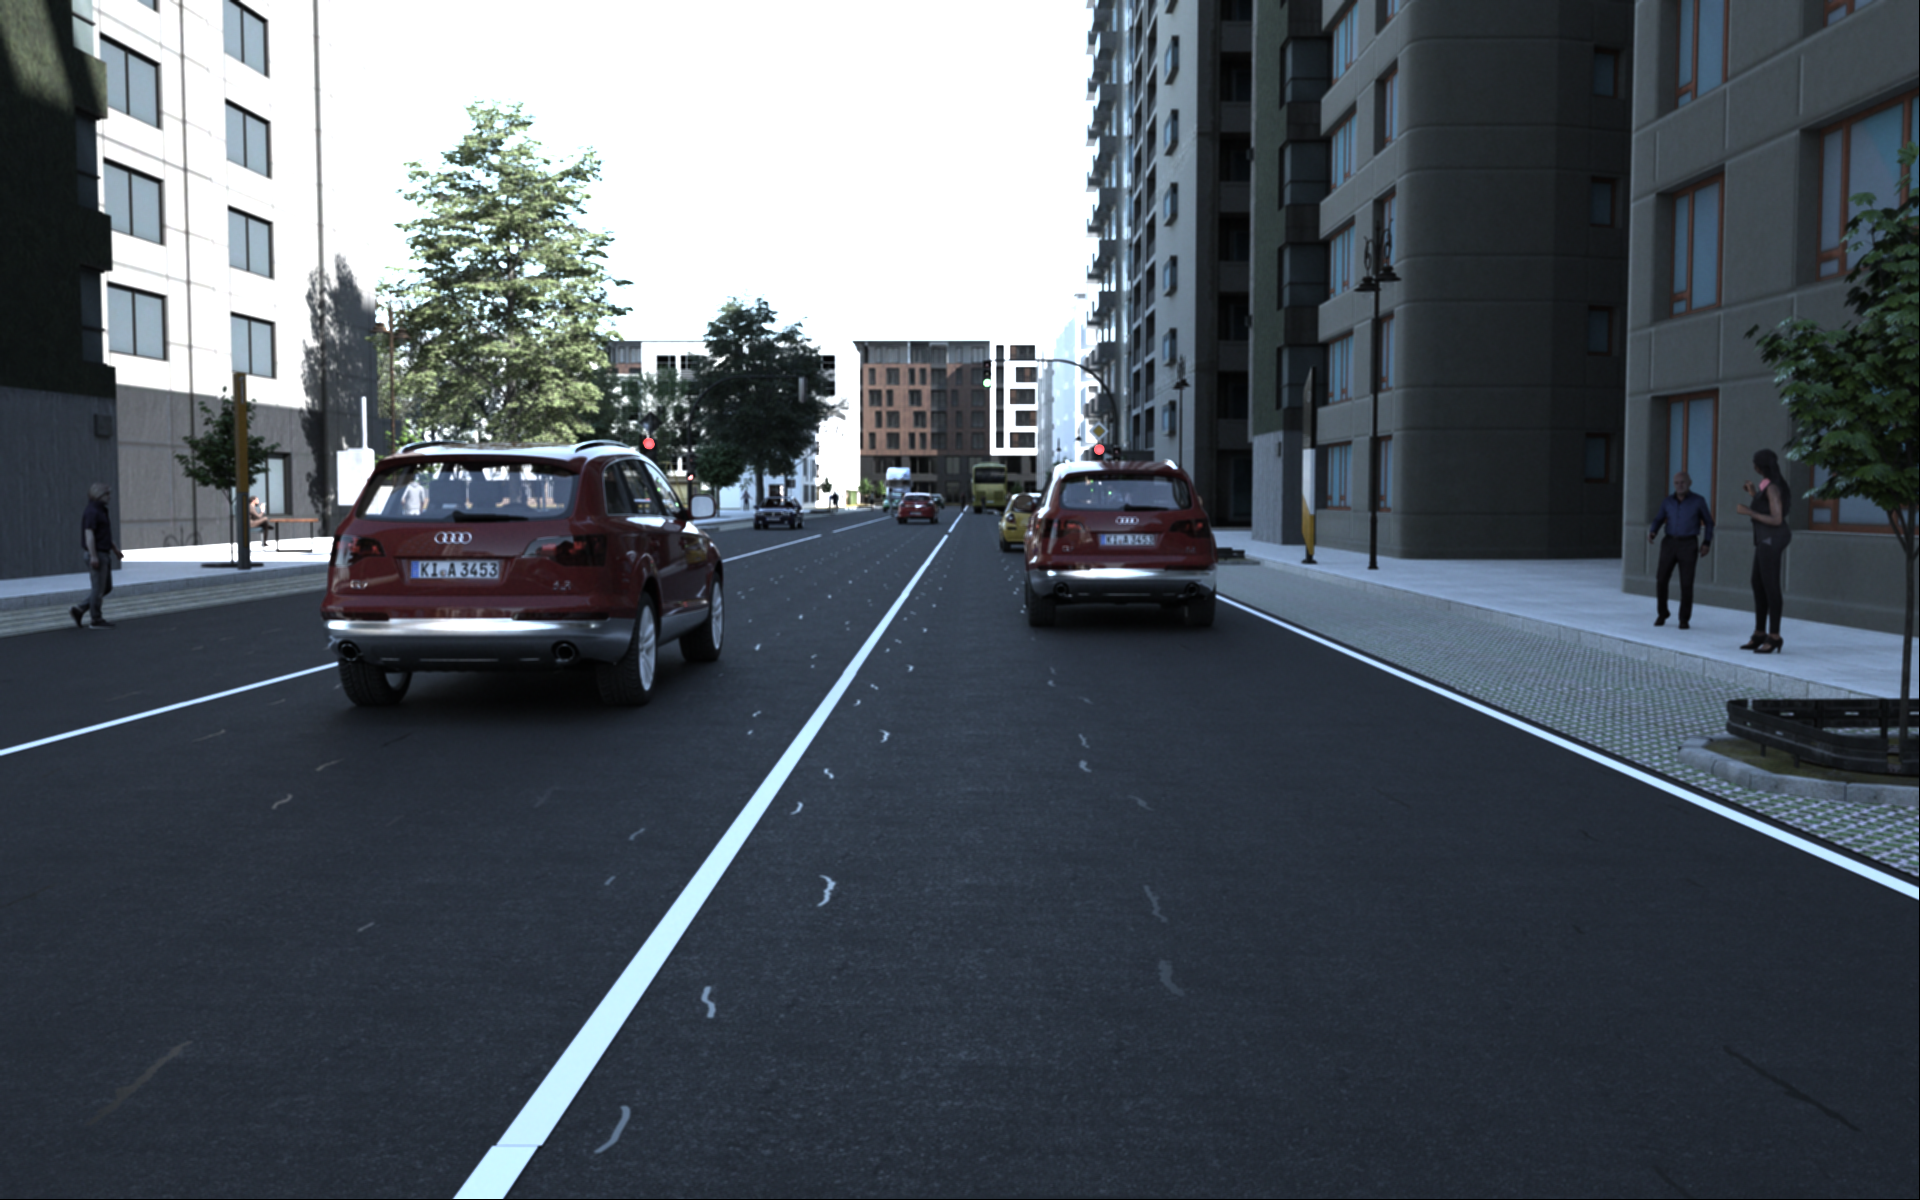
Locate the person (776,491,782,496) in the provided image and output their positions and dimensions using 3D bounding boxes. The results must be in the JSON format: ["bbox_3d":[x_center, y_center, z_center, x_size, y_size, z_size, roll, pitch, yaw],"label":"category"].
[{"bbox_3d":[-13.836,-7.600,132.570,0.388,1.546,0.482,3,5,44],"label":"person"}]

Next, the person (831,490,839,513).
[{"bbox_3d":[-9.637,-7.562,132.844,0.504,1.737,0.576,3,5,45],"label":"person"}]

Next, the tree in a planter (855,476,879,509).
[{"bbox_3d":[-9.151,-10.483,168.611,1.991,3.239,1.994,0,4,1],"label":"tree in a planter"}]

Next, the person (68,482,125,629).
[{"bbox_3d":[-9.213,-0.473,18.444,0.471,1.553,0.569,1,4,14],"label":"person"}]

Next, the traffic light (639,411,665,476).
[{"bbox_3d":[-10.434,-4.260,58.578,0.839,4.253,0.868,0,4,1],"label":"traffic light"}]

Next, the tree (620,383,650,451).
[{"bbox_3d":[-20.552,-8.899,95.862,4.737,8.622,4.395,0,3,0],"label":"tree"}]

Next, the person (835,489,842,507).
[{"bbox_3d":[-11.970,-9.971,169.144,0.705,1.814,1.350,2,4,31],"label":"person"}]

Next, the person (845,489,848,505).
[{"bbox_3d":[-13.216,-11.883,200.337,0.705,1.824,1.348,-2,4,-32],"label":"person"}]

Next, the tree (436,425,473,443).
[{"bbox_3d":[-34.357,-10.344,119.486,4.737,8.622,4.395,0,3,0],"label":"tree"}]

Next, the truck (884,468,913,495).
[{"bbox_3d":[-6.404,-11.897,184.272,2.967,4.110,18.799,0,4,-1],"label":"truck"}]

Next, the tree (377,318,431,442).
[{"bbox_3d":[-23.161,-7.265,69.140,4.360,8.622,3.978,0,3,0],"label":"tree"}]

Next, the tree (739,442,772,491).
[{"bbox_3d":[-16.196,-11.468,137.871,4.737,8.622,4.395,0,3,0],"label":"tree"}]

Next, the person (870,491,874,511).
[{"bbox_3d":[-7.625,-8.518,148.550,0.721,1.735,1.217,0,4,0],"label":"person"}]

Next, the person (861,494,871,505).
[{"bbox_3d":[-11.369,-12.446,209.542,1.348,1.823,0.705,0,4,-3],"label":"person"}]

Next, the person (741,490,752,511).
[{"bbox_3d":[-16.341,-7.606,132.356,0.963,1.587,0.435,-2,4,-23],"label":"person"}]

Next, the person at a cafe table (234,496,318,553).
[{"bbox_3d":[-15.129,-1.681,38.342,1.726,1.238,1.698,-1,4,-21],"label":"person at a cafe table"}]

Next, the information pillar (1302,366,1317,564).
[{"bbox_3d":[6.436,-2.482,31.934,0.183,3.616,0.504,0,4,-7],"label":"information pillar"}]

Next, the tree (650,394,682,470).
[{"bbox_3d":[-21.886,-10.771,126.474,4.737,8.622,4.395,0,3,0],"label":"tree"}]

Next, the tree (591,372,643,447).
[{"bbox_3d":[-20.832,-9.273,101.979,4.360,8.622,3.978,0,3,0],"label":"tree"}]

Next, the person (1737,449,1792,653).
[{"bbox_3d":[6.482,-0.400,14.049,0.415,1.643,0.593,-1,4,-15],"label":"person"}]

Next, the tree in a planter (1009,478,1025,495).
[{"bbox_3d":[6.509,-12.110,195.214,1.991,3.239,1.994,0,4,1],"label":"tree in a planter"}]

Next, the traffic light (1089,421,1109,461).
[{"bbox_3d":[5.299,-4.741,66.437,0.839,4.253,0.868,0,4,1],"label":"traffic light"}]

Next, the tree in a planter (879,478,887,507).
[{"bbox_3d":[-8.899,-12.130,195.553,1.991,3.239,1.994,0,4,1],"label":"tree in a planter"}]

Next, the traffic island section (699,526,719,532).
[{"bbox_3d":[-10.401,-2.717,66.698,2.009,0.180,2.903,0,4,1],"label":"traffic island section"}]

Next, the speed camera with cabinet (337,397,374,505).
[{"bbox_3d":[-12.362,-2.552,36.057,0.660,3.252,2.038,0,4,-1],"label":"speed camera with cabinet"}]

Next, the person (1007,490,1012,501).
[{"bbox_3d":[5.224,-10.783,184.815,1.348,1.823,0.705,3,5,44],"label":"person"}]

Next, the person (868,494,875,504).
[{"bbox_3d":[-11.117,-12.712,213.902,1.348,1.821,0.705,-1,4,-21],"label":"person"}]

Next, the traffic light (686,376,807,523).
[{"bbox_3d":[-8.269,-5.621,66.579,4.771,5.953,1.251,0,4,1],"label":"traffic light"}]

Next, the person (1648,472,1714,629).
[{"bbox_3d":[6.801,-0.479,16.567,0.600,1.496,0.574,-2,4,-28],"label":"person"}]

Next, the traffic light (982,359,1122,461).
[{"bbox_3d":[3.134,-5.117,58.330,4.771,5.953,1.251,0,4,1],"label":"traffic light"}]

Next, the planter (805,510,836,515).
[{"bbox_3d":[-9.591,-6.014,119.467,1.991,0.319,1.994,0,4,1],"label":"planter"}]

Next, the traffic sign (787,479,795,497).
[{"bbox_3d":[-11.641,-7.160,119.202,0.606,2.300,0.079,1,4,8],"label":"traffic sign"}]

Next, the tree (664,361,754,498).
[{"bbox_3d":[-16.390,-11.113,116.117,7.601,10.594,8.767,1,4,9],"label":"tree"}]

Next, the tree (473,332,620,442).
[{"bbox_3d":[-18.297,-7.718,76.551,4.737,8.622,4.395,0,3,0],"label":"tree"}]

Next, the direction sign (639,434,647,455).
[{"bbox_3d":[-12.052,-4.525,65.984,0.379,3.537,0.876,0,4,7],"label":"direction sign"}]

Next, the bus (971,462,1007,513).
[{"bbox_3d":[2.264,-8.644,132.878,2.896,3.916,12.252,0,4,1],"label":"bus"}]

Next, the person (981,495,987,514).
[{"bbox_3d":[1.709,-6.775,123.180,0.435,1.345,0.340,-1,4,-23],"label":"person"}]

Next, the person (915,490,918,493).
[{"bbox_3d":[-3.797,-8.467,147.469,0.750,1.759,0.617,-2,4,-30],"label":"person"}]

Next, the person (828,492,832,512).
[{"bbox_3d":[-10.223,-7.707,136.573,0.319,1.574,0.516,-2,4,-28],"label":"person"}]

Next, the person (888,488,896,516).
[{"bbox_3d":[-4.369,-6.274,111.220,0.789,1.805,0.875,-1,4,-14],"label":"person"}]

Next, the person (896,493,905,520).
[{"bbox_3d":[-3.175,-5.133,94.967,0.613,1.512,0.480,-1,4,-10],"label":"person"}]

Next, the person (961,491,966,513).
[{"bbox_3d":[0.268,-7.616,134.496,0.415,1.643,0.593,0,4,6],"label":"person"}]

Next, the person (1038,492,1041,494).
[{"bbox_3d":[3.735,-4.495,84.363,0.546,1.535,0.453,-1,4,-12],"label":"person"}]

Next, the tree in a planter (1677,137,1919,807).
[{"bbox_3d":[4.802,-0.703,8.713,1.991,3.239,1.994,0,4,1],"label":"tree in a planter"}]

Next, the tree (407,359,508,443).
[{"bbox_3d":[-36.814,-12.258,126.173,9.928,11.665,9.643,0,3,0],"label":"tree"}]

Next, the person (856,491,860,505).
[{"bbox_3d":[-12.235,-12.313,208.035,0.551,1.740,0.621,0,4,5],"label":"person"}]

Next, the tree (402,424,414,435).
[{"bbox_3d":[-39.633,-10.351,119.602,4.737,8.622,4.395,0,3,0],"label":"tree"}]

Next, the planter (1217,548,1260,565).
[{"bbox_3d":[5.060,-0.896,35.793,1.991,0.319,1.994,0,4,1],"label":"planter"}]
